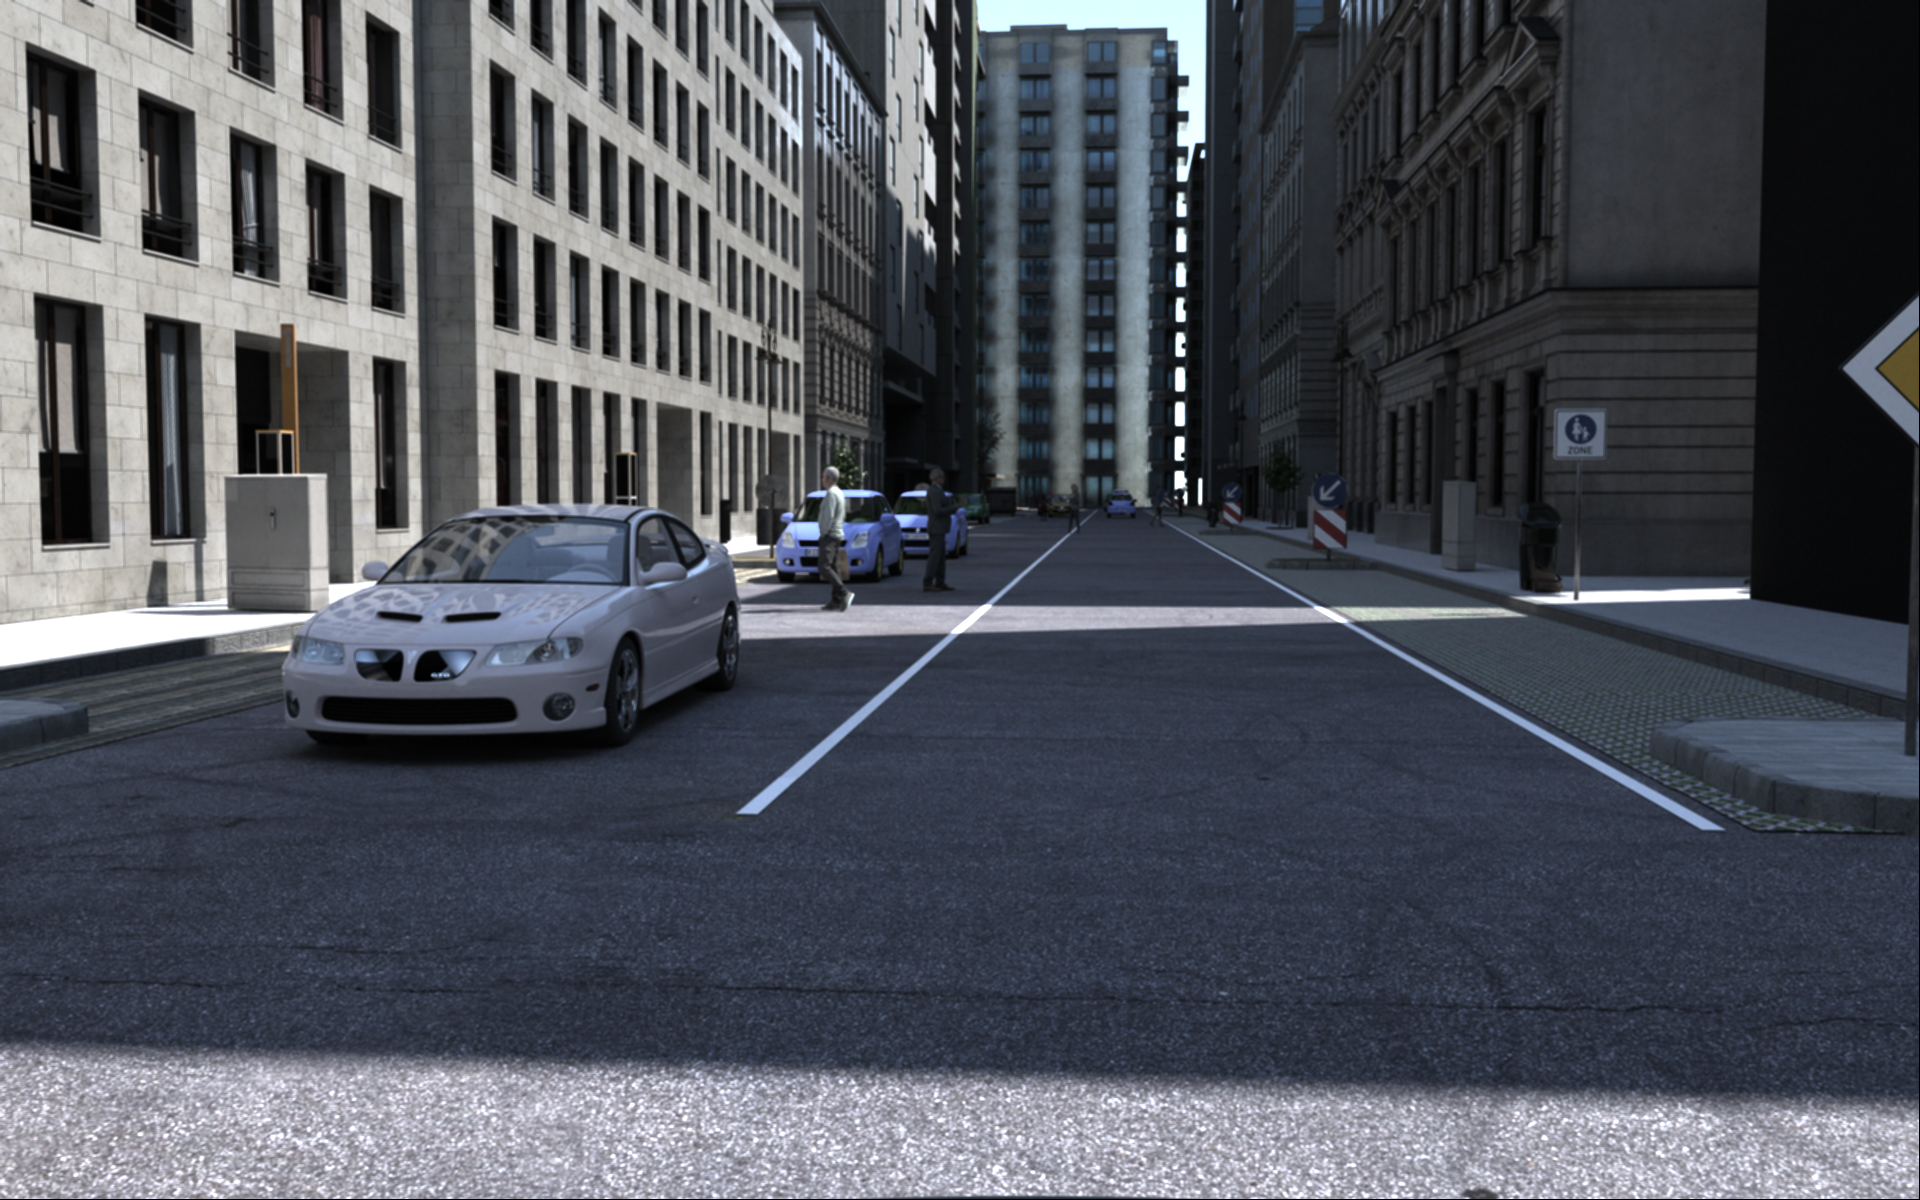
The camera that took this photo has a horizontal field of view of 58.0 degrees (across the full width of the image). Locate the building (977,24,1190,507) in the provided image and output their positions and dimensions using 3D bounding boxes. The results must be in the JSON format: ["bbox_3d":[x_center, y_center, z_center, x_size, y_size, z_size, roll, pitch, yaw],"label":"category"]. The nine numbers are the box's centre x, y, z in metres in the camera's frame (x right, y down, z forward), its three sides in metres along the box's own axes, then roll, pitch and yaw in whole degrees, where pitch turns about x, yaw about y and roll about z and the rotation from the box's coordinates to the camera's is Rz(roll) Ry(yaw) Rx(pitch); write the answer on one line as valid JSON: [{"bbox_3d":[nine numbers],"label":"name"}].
[{"bbox_3d":[8.120,-34.253,179.651,30.456,49.044,23.786,0,4,5],"label":"building"}]

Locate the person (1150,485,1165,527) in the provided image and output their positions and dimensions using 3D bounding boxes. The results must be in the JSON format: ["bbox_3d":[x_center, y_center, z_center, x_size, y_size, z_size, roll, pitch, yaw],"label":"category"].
[{"bbox_3d":[8.733,-4.155,76.453,0.654,1.822,0.581,1,4,21],"label":"person"}]

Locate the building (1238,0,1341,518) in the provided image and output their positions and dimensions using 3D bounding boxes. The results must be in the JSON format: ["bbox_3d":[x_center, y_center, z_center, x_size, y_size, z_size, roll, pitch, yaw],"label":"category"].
[{"bbox_3d":[22.206,-26.934,90.484,14.600,45.320,14.200,0,4,5],"label":"building"}]

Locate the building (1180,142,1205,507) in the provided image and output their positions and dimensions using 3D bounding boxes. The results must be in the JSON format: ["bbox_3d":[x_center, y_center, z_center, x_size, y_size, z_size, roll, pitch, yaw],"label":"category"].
[{"bbox_3d":[35.612,-29.957,181.684,23.993,40.220,32.217,0,4,5],"label":"building"}]

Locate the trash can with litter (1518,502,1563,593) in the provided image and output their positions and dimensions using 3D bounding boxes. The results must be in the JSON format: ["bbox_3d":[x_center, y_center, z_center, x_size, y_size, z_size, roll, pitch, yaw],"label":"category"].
[{"bbox_3d":[7.753,-0.704,22.898,0.624,1.170,1.055,0,4,4],"label":"trash can with litter"}]

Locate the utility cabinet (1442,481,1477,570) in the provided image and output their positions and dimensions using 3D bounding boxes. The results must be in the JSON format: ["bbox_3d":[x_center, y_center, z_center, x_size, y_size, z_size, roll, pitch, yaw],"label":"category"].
[{"bbox_3d":[8.418,-1.254,29.183,0.318,1.500,1.173,0,4,3],"label":"utility cabinet"}]

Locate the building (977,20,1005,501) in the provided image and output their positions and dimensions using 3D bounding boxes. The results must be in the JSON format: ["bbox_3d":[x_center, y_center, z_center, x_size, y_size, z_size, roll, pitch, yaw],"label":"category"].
[{"bbox_3d":[-11.203,-30.292,149.894,28.867,44.769,22.147,0,4,5],"label":"building"}]

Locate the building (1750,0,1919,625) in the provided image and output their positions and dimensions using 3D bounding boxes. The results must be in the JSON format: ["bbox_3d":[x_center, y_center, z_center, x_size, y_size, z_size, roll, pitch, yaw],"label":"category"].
[{"bbox_3d":[17.004,-11.254,13.688,15.834,23.373,12.332,0,4,5],"label":"building"}]

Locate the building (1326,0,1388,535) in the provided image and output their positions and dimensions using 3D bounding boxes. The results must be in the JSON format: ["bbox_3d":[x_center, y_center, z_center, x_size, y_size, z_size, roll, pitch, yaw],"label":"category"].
[{"bbox_3d":[17.907,-13.787,54.302,11.050,23.489,19.941,0,4,5],"label":"building"}]

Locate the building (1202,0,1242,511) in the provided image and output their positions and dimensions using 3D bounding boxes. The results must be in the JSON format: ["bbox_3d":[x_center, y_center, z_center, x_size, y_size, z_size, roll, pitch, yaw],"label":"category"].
[{"bbox_3d":[30.617,-36.691,141.892,21.231,58.520,28.212,0,4,5],"label":"building"}]

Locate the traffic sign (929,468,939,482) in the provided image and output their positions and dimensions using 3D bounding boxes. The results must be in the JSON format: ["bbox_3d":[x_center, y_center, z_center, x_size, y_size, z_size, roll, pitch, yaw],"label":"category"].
[{"bbox_3d":[-1.174,-5.174,84.706,0.768,2.556,0.104,1,4,14],"label":"traffic sign"}]

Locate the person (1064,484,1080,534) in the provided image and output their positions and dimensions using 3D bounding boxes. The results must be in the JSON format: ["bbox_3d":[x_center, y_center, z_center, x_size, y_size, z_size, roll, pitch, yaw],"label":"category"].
[{"bbox_3d":[4.110,-3.309,62.790,0.526,1.800,0.537,-1,4,-22],"label":"person"}]

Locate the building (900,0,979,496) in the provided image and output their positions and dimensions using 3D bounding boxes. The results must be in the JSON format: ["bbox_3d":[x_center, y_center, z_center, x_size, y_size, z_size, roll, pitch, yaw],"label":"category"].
[{"bbox_3d":[-6.286,-26.631,119.010,14.154,41.232,14.086,0,4,5],"label":"building"}]

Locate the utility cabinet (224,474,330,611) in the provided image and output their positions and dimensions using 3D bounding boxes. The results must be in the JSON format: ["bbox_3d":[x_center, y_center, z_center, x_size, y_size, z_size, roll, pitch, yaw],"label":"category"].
[{"bbox_3d":[-7.471,-0.626,18.921,1.173,1.500,0.318,1,4,23],"label":"utility cabinet"}]

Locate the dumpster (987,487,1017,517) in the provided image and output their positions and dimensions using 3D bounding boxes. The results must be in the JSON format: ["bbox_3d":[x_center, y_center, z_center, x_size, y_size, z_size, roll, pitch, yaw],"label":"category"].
[{"bbox_3d":[2.556,-6.006,106.406,1.865,1.857,1.264,0,4,6],"label":"dumpster"}]

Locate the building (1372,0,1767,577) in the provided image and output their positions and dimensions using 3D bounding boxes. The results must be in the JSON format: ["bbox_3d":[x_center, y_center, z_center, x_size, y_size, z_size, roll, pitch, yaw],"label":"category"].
[{"bbox_3d":[14.681,-10.425,35.069,10.561,19.102,19.286,0,4,5],"label":"building"}]

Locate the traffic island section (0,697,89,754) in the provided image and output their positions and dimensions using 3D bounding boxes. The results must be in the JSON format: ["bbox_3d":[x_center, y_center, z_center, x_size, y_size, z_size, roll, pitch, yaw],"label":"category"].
[{"bbox_3d":[-6.261,0.782,9.498,2.009,0.180,2.903,0,4,5],"label":"traffic island section"}]

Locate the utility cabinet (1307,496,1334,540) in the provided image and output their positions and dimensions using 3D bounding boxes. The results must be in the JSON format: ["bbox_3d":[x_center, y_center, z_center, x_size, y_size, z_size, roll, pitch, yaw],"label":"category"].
[{"bbox_3d":[9.965,-2.244,47.854,0.306,1.237,1.020,-1,4,-15],"label":"utility cabinet"}]

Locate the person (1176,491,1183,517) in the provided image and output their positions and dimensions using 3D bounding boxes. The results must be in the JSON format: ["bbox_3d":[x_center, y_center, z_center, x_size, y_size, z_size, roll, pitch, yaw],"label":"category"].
[{"bbox_3d":[13.629,-5.958,107.378,0.415,1.643,0.593,0,4,5],"label":"person"}]

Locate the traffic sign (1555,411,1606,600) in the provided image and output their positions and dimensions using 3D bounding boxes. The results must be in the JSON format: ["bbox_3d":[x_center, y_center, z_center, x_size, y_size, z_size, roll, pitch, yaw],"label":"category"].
[{"bbox_3d":[7.449,-1.146,20.865,0.606,2.300,0.079,0,4,8],"label":"traffic sign"}]

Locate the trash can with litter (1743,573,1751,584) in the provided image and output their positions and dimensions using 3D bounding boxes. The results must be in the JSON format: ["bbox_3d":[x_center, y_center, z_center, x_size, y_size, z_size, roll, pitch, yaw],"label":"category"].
[{"bbox_3d":[10.908,-0.707,22.948,0.624,1.170,1.055,-2,4,-29],"label":"trash can with litter"}]

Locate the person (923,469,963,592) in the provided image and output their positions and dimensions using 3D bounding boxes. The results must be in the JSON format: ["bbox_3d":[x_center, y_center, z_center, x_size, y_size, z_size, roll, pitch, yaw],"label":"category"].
[{"bbox_3d":[-0.257,-1.032,25.545,0.590,1.801,0.661,0,4,-7],"label":"person"}]

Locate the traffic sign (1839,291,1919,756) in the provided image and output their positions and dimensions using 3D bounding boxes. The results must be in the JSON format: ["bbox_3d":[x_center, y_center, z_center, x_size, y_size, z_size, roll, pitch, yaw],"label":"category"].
[{"bbox_3d":[4.661,-0.293,8.438,0.795,2.450,0.064,0,4,5],"label":"traffic sign"}]

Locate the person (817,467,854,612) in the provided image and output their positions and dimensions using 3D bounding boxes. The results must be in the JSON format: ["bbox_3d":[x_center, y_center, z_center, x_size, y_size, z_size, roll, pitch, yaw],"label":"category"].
[{"bbox_3d":[-1.528,-0.760,21.417,0.515,1.767,0.782,0,4,6],"label":"person"}]

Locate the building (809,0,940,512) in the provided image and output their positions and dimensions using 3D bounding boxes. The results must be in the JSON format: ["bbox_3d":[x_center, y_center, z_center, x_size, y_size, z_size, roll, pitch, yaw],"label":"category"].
[{"bbox_3d":[-15.815,-31.158,98.677,28.713,52.752,27.495,0,4,5],"label":"building"}]

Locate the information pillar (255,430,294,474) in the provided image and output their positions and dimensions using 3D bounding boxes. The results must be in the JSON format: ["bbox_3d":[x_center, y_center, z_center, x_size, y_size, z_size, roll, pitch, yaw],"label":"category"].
[{"bbox_3d":[-7.927,-0.954,20.090,0.304,2.012,0.304,1,4,9],"label":"information pillar"}]

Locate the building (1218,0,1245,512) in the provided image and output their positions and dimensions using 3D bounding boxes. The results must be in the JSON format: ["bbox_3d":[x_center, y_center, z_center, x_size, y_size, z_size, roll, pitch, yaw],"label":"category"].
[{"bbox_3d":[29.448,-30.156,112.664,23.786,49.044,30.456,0,4,5],"label":"building"}]

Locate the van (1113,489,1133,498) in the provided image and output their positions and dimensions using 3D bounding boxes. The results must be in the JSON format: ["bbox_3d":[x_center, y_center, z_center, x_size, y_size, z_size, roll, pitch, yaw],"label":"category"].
[{"bbox_3d":[14.249,-8.944,153.250,2.013,2.044,4.112,0,4,7],"label":"van"}]

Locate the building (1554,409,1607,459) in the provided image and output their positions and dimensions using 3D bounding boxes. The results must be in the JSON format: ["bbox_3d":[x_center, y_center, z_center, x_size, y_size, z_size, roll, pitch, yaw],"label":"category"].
[{"bbox_3d":[56.884,-22.978,147.398,14.107,30.474,14.160,0,4,5],"label":"building"}]

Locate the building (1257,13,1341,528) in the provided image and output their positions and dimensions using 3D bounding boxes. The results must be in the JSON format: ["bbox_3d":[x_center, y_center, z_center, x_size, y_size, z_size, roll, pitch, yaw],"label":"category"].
[{"bbox_3d":[18.238,-13.732,73.667,9.793,20.994,18.267,0,4,5],"label":"building"}]

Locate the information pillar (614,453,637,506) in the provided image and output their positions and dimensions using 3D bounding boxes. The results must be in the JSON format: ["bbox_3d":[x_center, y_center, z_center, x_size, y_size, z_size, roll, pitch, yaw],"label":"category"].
[{"bbox_3d":[-5.970,-1.619,30.962,0.304,2.012,0.304,1,4,13],"label":"information pillar"}]

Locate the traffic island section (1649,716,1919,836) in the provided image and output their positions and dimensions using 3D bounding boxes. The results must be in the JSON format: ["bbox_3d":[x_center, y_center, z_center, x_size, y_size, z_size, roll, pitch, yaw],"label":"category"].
[{"bbox_3d":[4.686,0.842,8.513,2.009,0.180,2.903,0,4,5],"label":"traffic island section"}]

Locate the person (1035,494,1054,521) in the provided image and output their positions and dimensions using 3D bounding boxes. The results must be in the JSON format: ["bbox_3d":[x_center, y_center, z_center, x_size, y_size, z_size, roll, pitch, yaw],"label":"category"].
[{"bbox_3d":[4.448,-4.891,91.735,1.065,1.426,0.557,-1,4,-23],"label":"person"}]
